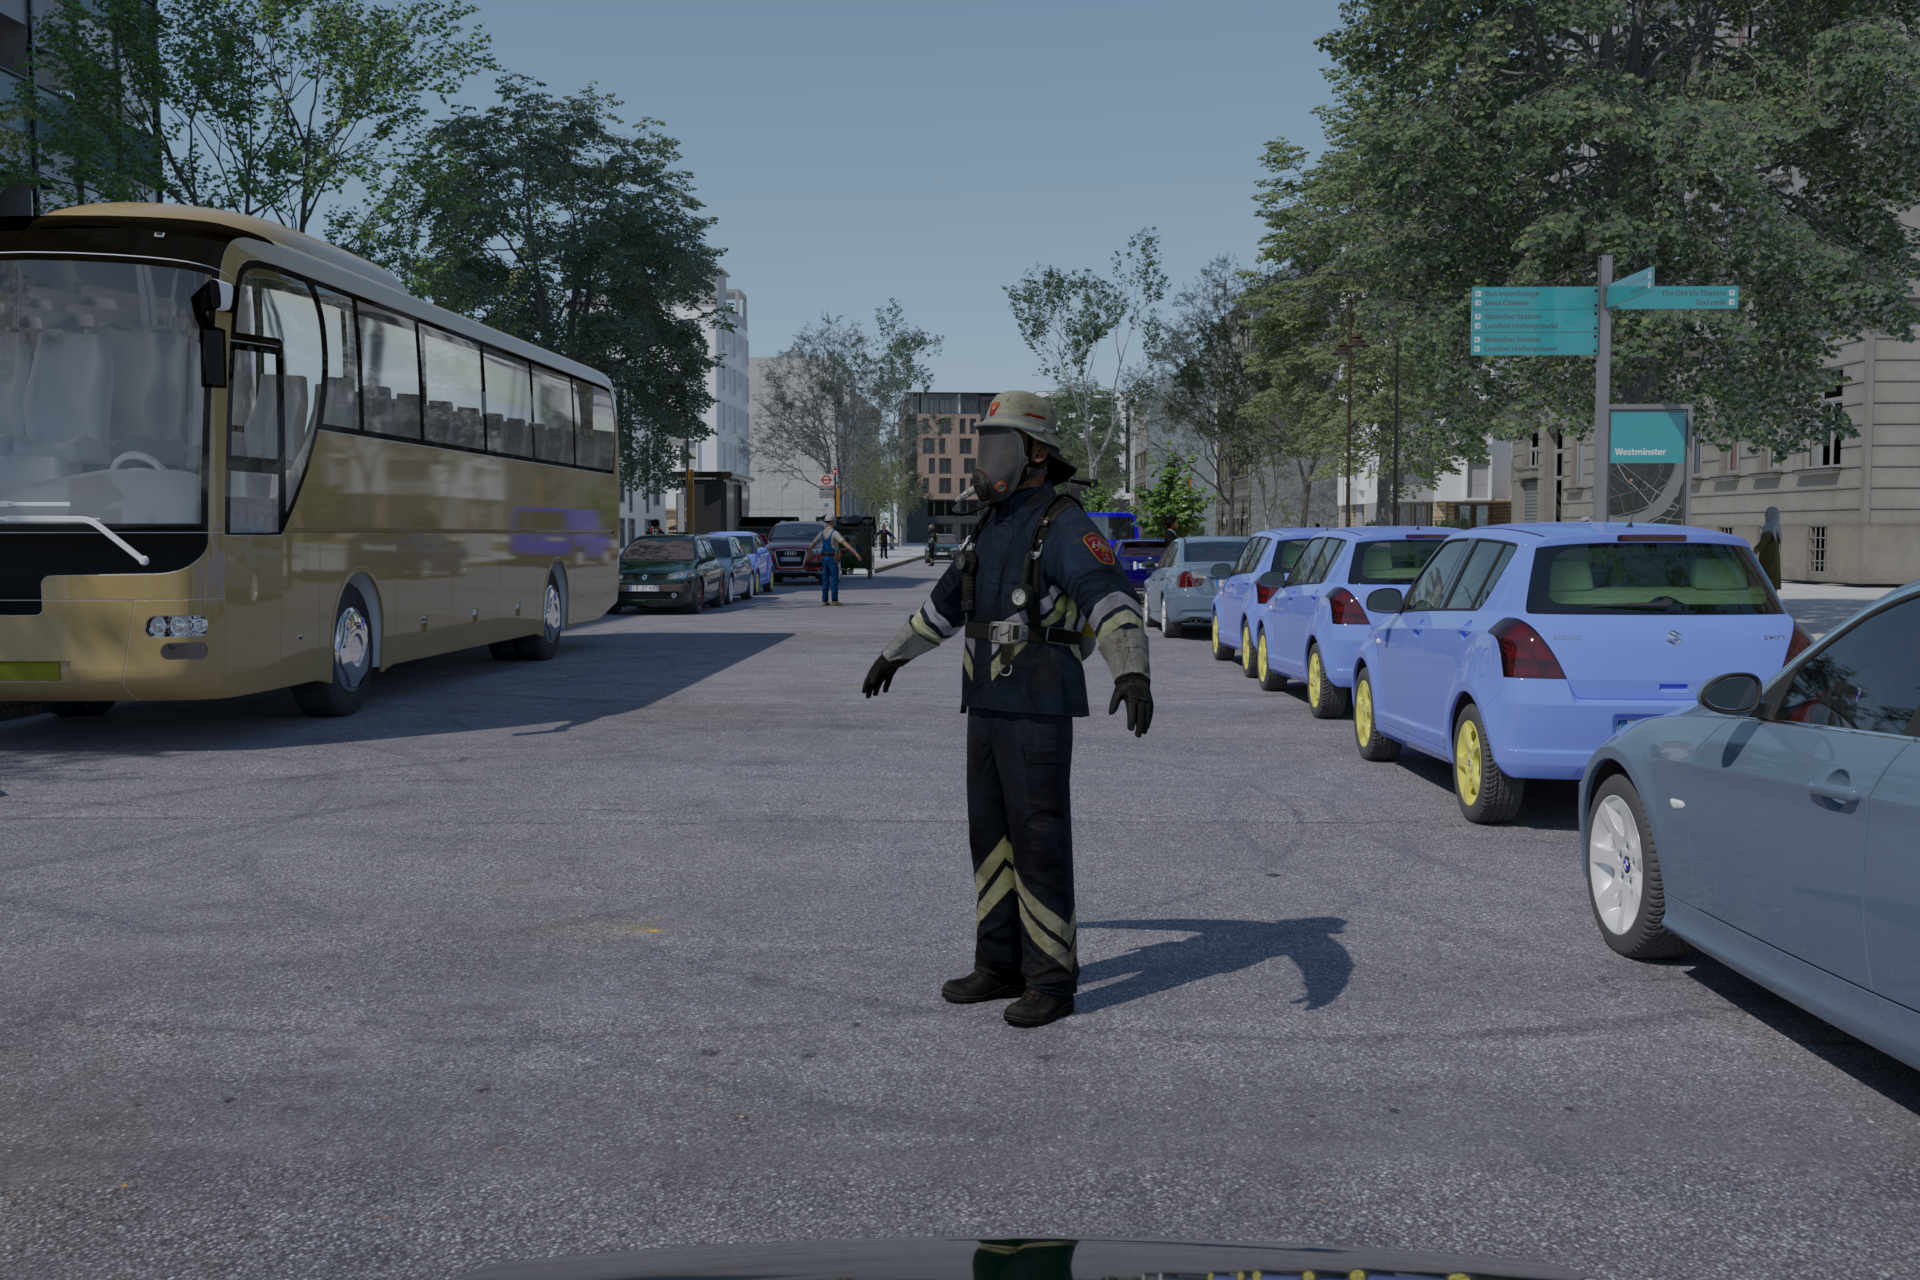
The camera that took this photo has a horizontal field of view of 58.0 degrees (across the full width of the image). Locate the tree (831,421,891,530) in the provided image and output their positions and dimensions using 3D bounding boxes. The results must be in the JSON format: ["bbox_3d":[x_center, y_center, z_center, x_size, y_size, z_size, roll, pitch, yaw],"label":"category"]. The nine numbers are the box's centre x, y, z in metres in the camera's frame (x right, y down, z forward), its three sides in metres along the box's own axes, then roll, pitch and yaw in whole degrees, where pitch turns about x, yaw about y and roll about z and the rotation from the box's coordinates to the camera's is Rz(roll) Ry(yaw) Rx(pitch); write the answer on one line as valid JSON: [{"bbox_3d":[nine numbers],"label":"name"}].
[{"bbox_3d":[-6.374,-9.947,112.996,4.360,8.622,3.978,0,3,0],"label":"tree"}]

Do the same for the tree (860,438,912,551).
[{"bbox_3d":[-5.893,-10.961,129.568,4.737,8.622,4.395,0,3,0],"label":"tree"}]

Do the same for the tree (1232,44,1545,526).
[{"bbox_3d":[10.076,-7.492,40.625,7.486,12.596,7.792,0,3,0],"label":"tree"}]

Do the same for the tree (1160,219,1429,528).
[{"bbox_3d":[10.062,-7.118,50.798,8.767,10.594,7.601,0,4,7],"label":"tree"}]

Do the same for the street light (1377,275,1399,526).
[{"bbox_3d":[8.202,-3.538,30.393,1.470,5.913,1.316,0,4,1],"label":"street light"}]

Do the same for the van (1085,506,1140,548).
[{"bbox_3d":[4.241,-2.871,51.330,2.240,2.365,5.245,0,4,2],"label":"van"}]

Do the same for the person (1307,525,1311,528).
[{"bbox_3d":[19.979,-5.700,99.326,0.704,1.817,1.347,-1,4,-17],"label":"person"}]

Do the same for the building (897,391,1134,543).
[{"bbox_3d":[7.598,-25.228,258.903,32.646,21.610,27.936,0,4,-5],"label":"building"}]

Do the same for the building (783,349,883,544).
[{"bbox_3d":[-19.702,-23.442,214.198,19.493,23.208,18.063,0,4,1],"label":"building"}]

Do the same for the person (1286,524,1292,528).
[{"bbox_3d":[18.522,-5.614,97.560,0.705,1.858,1.354,3,5,40],"label":"person"}]

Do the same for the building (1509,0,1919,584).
[{"bbox_3d":[28.986,-13.606,54.487,16.112,23.069,30.059,0,4,1],"label":"building"}]

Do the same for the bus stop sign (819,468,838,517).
[{"bbox_3d":[-5.283,-4.994,70.353,0.855,3.939,0.416,0,4,2],"label":"bus stop sign"}]

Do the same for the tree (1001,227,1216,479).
[{"bbox_3d":[9.272,-15.348,106.822,12.611,20.169,13.585,0,3,0],"label":"tree"}]

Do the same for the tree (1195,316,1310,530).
[{"bbox_3d":[10.507,-6.585,58.033,4.360,8.622,3.978,0,3,0],"label":"tree"}]

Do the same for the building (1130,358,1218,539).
[{"bbox_3d":[29.937,-22.472,198.338,19.493,23.208,18.063,0,4,1],"label":"building"}]

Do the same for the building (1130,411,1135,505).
[{"bbox_3d":[31.765,-22.044,226.871,16.747,18.905,31.486,0,4,2],"label":"building"}]

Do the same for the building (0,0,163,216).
[{"bbox_3d":[-29.292,-12.973,18.681,21.656,26.213,47.522,0,4,2],"label":"building"}]

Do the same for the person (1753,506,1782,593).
[{"bbox_3d":[13.286,-1.334,28.591,0.721,1.736,1.217,3,4,38],"label":"person"}]

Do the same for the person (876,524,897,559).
[{"bbox_3d":[-3.912,-5.085,89.364,1.346,1.802,0.704,-1,4,-15],"label":"person"}]

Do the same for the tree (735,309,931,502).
[{"bbox_3d":[-6.752,-11.258,94.434,12.009,13.543,11.850,0,3,0],"label":"tree"}]

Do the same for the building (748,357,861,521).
[{"bbox_3d":[-20.382,-19.740,189.214,16.747,18.905,31.486,0,4,1],"label":"building"}]

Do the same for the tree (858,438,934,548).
[{"bbox_3d":[-6.060,-13.976,162.926,7.601,10.594,8.767,-1,4,-16],"label":"tree"}]

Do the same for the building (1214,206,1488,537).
[{"bbox_3d":[27.999,-17.615,118.929,19.493,23.208,18.063,0,4,1],"label":"building"}]

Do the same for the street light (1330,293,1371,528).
[{"bbox_3d":[7.494,-3.706,33.389,0.468,5.910,1.993,0,4,1],"label":"street light"}]

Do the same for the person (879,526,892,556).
[{"bbox_3d":[-4.492,-5.811,100.984,1.349,1.833,0.705,2,4,29],"label":"person"}]

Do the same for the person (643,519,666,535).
[{"bbox_3d":[-11.130,-3.490,63.207,1.345,1.843,0.704,-1,4,-13],"label":"person"}]

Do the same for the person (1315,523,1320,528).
[{"bbox_3d":[17.029,-4.680,82.709,0.705,1.806,1.347,3,4,37],"label":"person"}]

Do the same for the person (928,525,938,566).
[{"bbox_3d":[-1.296,-4.227,77.355,0.705,1.856,1.354,0,4,-1],"label":"person"}]

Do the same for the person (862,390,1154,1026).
[{"bbox_3d":[0.159,0.187,5.185,0.705,1.856,1.354,-2,4,-35],"label":"person"}]

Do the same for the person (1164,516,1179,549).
[{"bbox_3d":[3.663,-1.230,29.281,0.721,1.740,1.216,0,4,2],"label":"person"}]

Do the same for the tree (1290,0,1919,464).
[{"bbox_3d":[9.062,-7.106,22.832,9.857,13.997,8.962,0,3,0],"label":"tree"}]

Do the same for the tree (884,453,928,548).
[{"bbox_3d":[-5.550,-12.500,154.736,4.360,8.622,3.978,0,3,0],"label":"tree"}]

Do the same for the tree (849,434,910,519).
[{"bbox_3d":[-6.236,-10.374,119.984,4.360,8.622,3.978,0,3,0],"label":"tree"}]

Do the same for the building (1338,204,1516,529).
[{"bbox_3d":[27.272,-14.899,100.013,16.016,20.090,11.380,0,4,2],"label":"building"}]

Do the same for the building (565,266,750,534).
[{"bbox_3d":[-21.965,-16.349,123.730,16.016,20.090,11.380,0,4,2],"label":"building"}]

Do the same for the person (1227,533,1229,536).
[{"bbox_3d":[14.385,-5.271,92.314,0.704,1.812,1.346,-1,4,-11],"label":"person"}]

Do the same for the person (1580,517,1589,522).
[{"bbox_3d":[17.666,-2.595,48.885,1.216,1.778,0.721,3,5,43],"label":"person"}]

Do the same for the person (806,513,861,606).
[{"bbox_3d":[-2.570,-1.608,34.605,1.347,1.847,0.705,2,4,33],"label":"person"}]

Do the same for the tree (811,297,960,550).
[{"bbox_3d":[-6.365,-17.468,141.485,12.611,20.169,13.585,0,3,0],"label":"tree"}]

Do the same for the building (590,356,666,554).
[{"bbox_3d":[-20.572,-9.366,95.283,9.099,9.664,28.070,0,4,2],"label":"building"}]
